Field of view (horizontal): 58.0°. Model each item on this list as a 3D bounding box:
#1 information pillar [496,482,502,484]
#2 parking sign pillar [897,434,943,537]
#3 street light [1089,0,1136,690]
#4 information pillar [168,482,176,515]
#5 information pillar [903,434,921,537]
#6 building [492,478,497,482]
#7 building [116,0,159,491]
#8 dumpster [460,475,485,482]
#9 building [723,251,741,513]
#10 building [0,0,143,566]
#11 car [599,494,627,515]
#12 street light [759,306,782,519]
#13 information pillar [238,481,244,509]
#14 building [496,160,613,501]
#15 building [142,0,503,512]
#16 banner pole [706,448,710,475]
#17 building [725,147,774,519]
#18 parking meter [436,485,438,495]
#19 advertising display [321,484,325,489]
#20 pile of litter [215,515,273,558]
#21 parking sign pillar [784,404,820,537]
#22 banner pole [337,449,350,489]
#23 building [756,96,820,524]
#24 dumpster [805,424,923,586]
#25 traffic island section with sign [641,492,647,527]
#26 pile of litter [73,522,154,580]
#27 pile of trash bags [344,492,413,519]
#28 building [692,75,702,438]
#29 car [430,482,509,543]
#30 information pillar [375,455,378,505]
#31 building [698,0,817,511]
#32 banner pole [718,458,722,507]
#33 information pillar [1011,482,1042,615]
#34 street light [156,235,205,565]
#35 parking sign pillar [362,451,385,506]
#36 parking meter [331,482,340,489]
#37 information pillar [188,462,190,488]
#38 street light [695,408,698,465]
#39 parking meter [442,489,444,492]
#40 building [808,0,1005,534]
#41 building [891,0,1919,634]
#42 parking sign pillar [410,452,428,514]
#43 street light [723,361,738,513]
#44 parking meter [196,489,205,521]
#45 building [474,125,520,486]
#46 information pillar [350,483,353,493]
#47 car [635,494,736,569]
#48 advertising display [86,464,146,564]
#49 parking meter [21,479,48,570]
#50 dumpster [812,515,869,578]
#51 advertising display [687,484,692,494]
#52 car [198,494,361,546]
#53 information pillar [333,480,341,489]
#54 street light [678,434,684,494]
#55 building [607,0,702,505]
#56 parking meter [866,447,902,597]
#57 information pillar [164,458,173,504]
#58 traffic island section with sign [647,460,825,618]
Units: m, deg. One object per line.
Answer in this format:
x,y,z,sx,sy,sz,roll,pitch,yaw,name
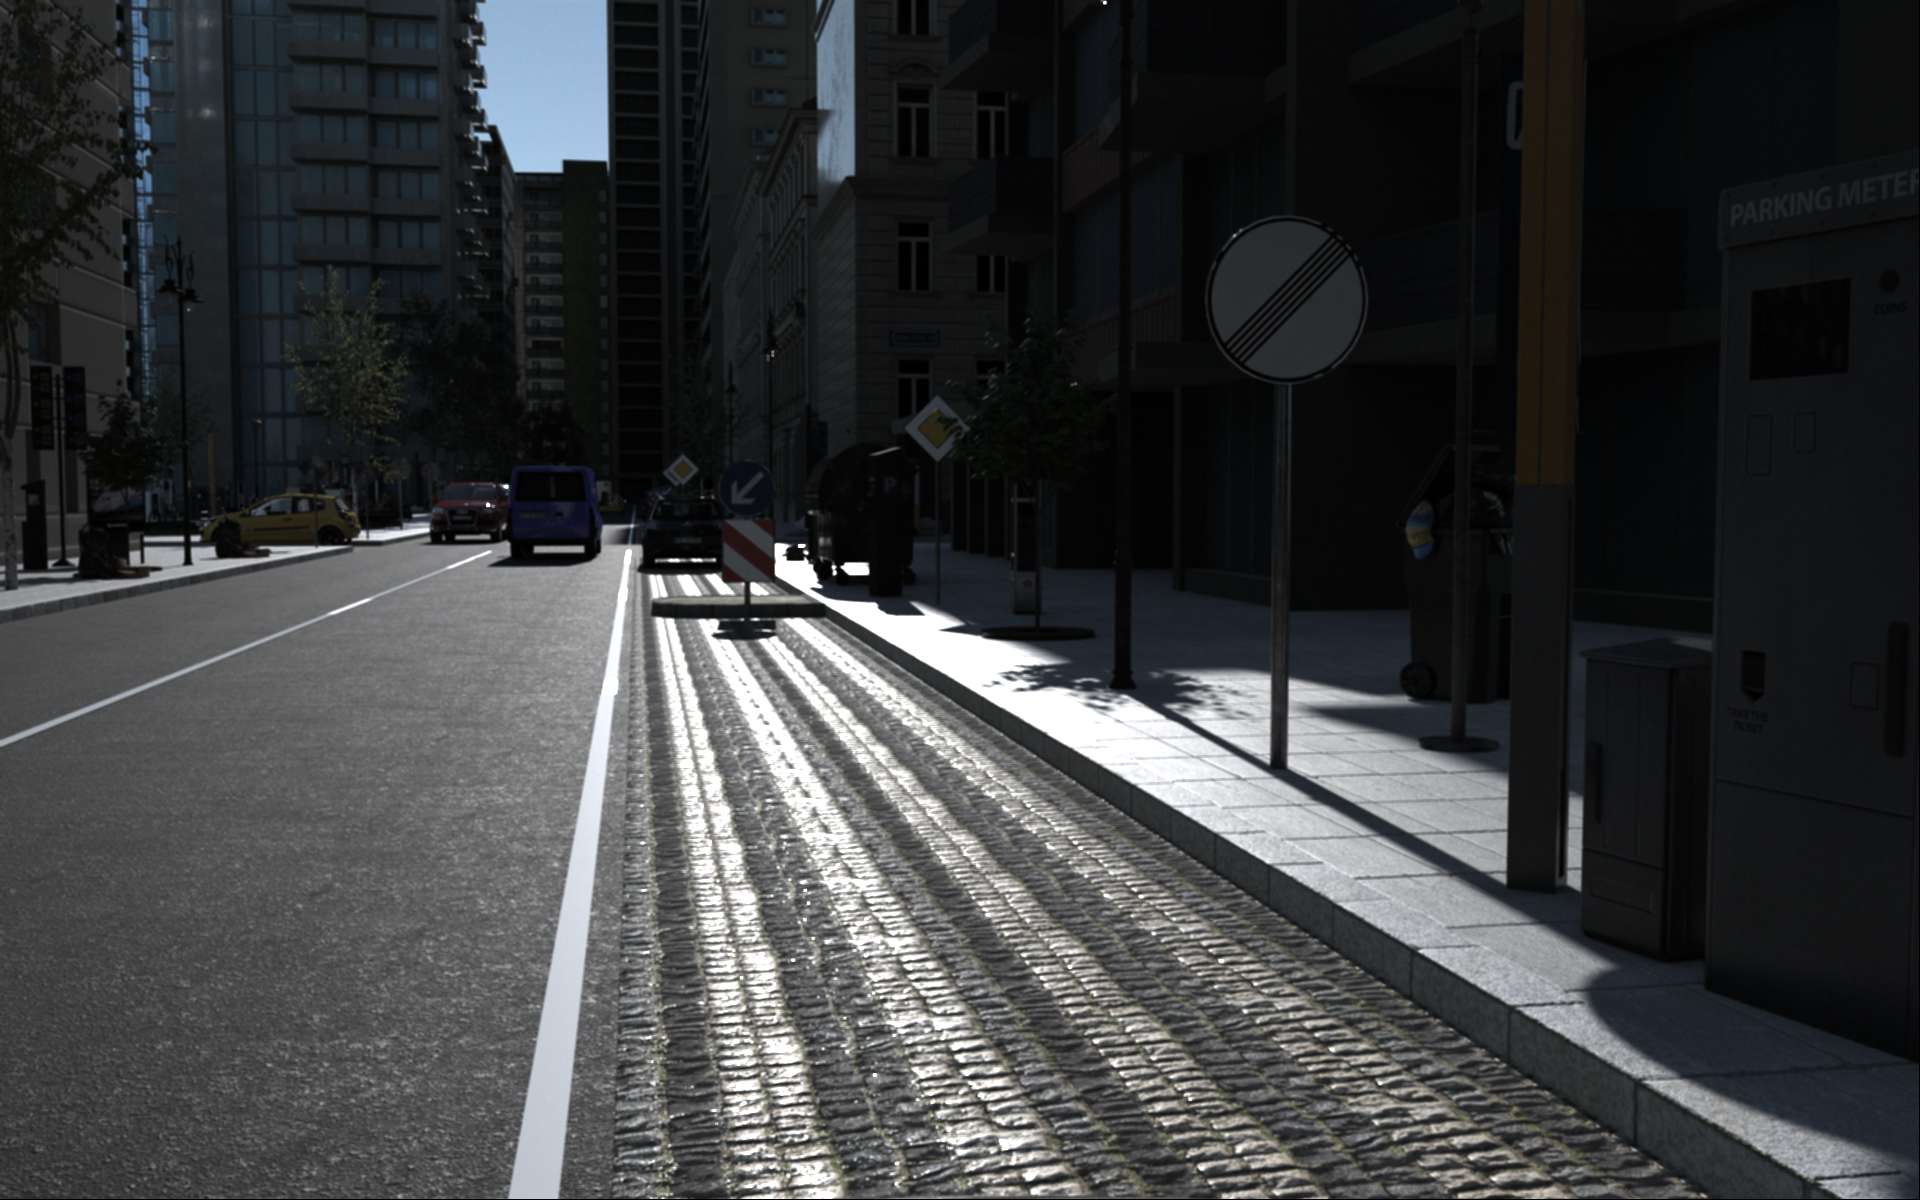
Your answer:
-27.068,-5.953,101.820,0.304,2.012,0.304,-2,4,-26,information pillar
-1.239,-3.912,52.429,1.447,3.967,1.447,0,4,4,parking sign pillar
1.075,-2.354,11.273,0.468,5.910,1.993,-1,4,-11,street light
-48.877,-6.293,107.379,0.304,2.012,0.304,0,4,7,information pillar
-1.426,-3.664,51.267,0.504,3.616,0.183,-1,4,-18,information pillar
-64.078,-26.909,211.659,14.107,30.474,14.160,-1,4,-11,building
-85.352,-52.670,173.821,31.000,86.520,22.319,-1,4,-11,building
-24.394,-5.165,86.934,1.502,2.255,1.985,-1,4,-10,dumpster
-10.418,-16.088,117.782,10.420,20.320,16.860,-1,4,-11,building
-30.363,-10.871,22.778,28.899,21.520,27.650,-1,4,-11,building
-23.760,-6.598,118.093,2.015,1.641,3.980,-1,4,-9,car
-4.671,-4.281,42.775,0.468,5.910,1.993,-1,4,-11,street light
-41.662,-5.864,100.365,0.304,2.012,0.304,-2,4,-26,information pillar
-50.261,-32.448,214.126,14.086,41.232,14.154,-1,4,-11,building
-48.661,-31.481,134.326,23.786,49.044,30.456,-1,4,-11,building
-13.763,-6.400,94.664,0.401,3.779,0.863,-1,4,-22,banner pole
-6.974,-16.070,98.898,11.583,22.565,21.152,-1,4,-11,building
-32.750,-6.284,108.456,0.255,1.863,0.399,0,4,-1,parking meter
-41.411,-6.516,111.751,0.974,1.923,0.123,-3,4,-36,advertising display
-14.655,-1.311,35.393,1.176,0.858,1.719,0,4,-4,pile of litter
-4.638,-3.921,52.586,1.447,3.967,1.447,-1,4,-21,parking sign pillar
-34.462,-6.525,96.700,0.401,3.779,0.863,3,5,40,banner pole
-3.201,-13.061,78.178,10.561,19.102,19.286,-1,4,-11,building
-1.388,-1.374,24.962,1.502,2.255,1.985,-1,4,-10,dumpster
-13.015,-4.130,76.147,1.989,1.847,2.006,-1,4,-11,traffic island section with sign
-13.092,-0.780,26.720,1.176,0.858,1.719,-1,4,-17,pile of litter
-29.934,-4.826,88.655,1.912,1.369,3.447,3,5,43,pile of trash bags
-16.764,-34.502,183.720,23.786,49.044,30.456,-1,4,-11,building
-14.905,-2.707,52.930,2.281,1.827,5.304,-1,4,-9,car
-34.794,-6.846,103.292,0.183,3.616,0.504,-2,4,-23,information pillar
-10.495,-31.832,144.151,21.300,48.544,21.600,-1,4,-11,building
-16.183,-7.771,117.065,0.401,3.779,0.863,1,4,11,banner pole
0.706,-0.856,18.493,0.304,2.012,0.304,0,4,-5,information pillar
-13.953,-3.568,31.125,0.468,5.910,1.993,-1,4,-11,street light
-36.336,-7.270,107.334,1.447,3.967,1.447,-2,4,-35,parking sign pillar
-31.291,-4.960,86.807,0.399,1.863,0.255,2,4,35,parking meter
-48.545,-7.184,108.812,0.504,3.616,0.183,2,4,31,information pillar
-14.022,-7.317,92.425,0.468,5.910,1.993,-1,4,-11,street light
-22.535,-4.140,76.094,0.372,1.533,0.369,0,3,0,parking meter
7.546,-16.177,61.750,25.104,27.353,12.463,-1,4,-11,building
11.545,-22.806,27.510,22.147,44.769,28.867,-1,4,-11,building
-34.697,-7.469,110.589,1.447,3.967,1.447,-2,4,-35,parking sign pillar
-7.952,-5.343,60.142,0.468,5.910,1.993,-1,4,-11,street light
-36.525,-4.580,83.300,0.372,1.533,0.369,0,3,0,parking meter
-57.515,-29.608,175.976,23.993,40.220,32.217,-1,4,-11,building
-40.655,-6.821,116.014,0.304,2.012,0.304,0,4,7,information pillar
-5.466,-1.516,34.575,2.009,1.686,4.222,-1,4,-10,car
-15.415,-1.617,31.655,0.974,1.923,0.123,-3,5,-41,advertising display
-15.760,-1.289,29.482,0.372,1.533,0.369,0,3,0,parking meter
-1.649,-1.309,27.167,1.264,1.857,1.865,-1,4,-11,dumpster
-15.698,-5.949,102.478,0.974,1.923,0.123,1,4,17,advertising display
-17.982,-2.176,45.808,3.980,1.641,2.015,-1,4,-10,car
-32.239,-5.209,89.655,0.304,2.012,0.304,1,4,23,information pillar
-19.936,-9.244,123.932,0.468,5.910,1.993,-1,4,-11,street light
-33.699,-47.754,219.021,20.611,71.187,20.563,-1,4,-11,building
-0.947,-0.975,21.649,0.399,1.863,0.255,-2,4,-30,parking meter
-50.750,-7.325,111.121,0.504,3.616,0.183,-2,4,-23,information pillar
-2.720,-0.752,20.918,1.989,1.847,2.006,-1,4,-11,traffic island section with sign
